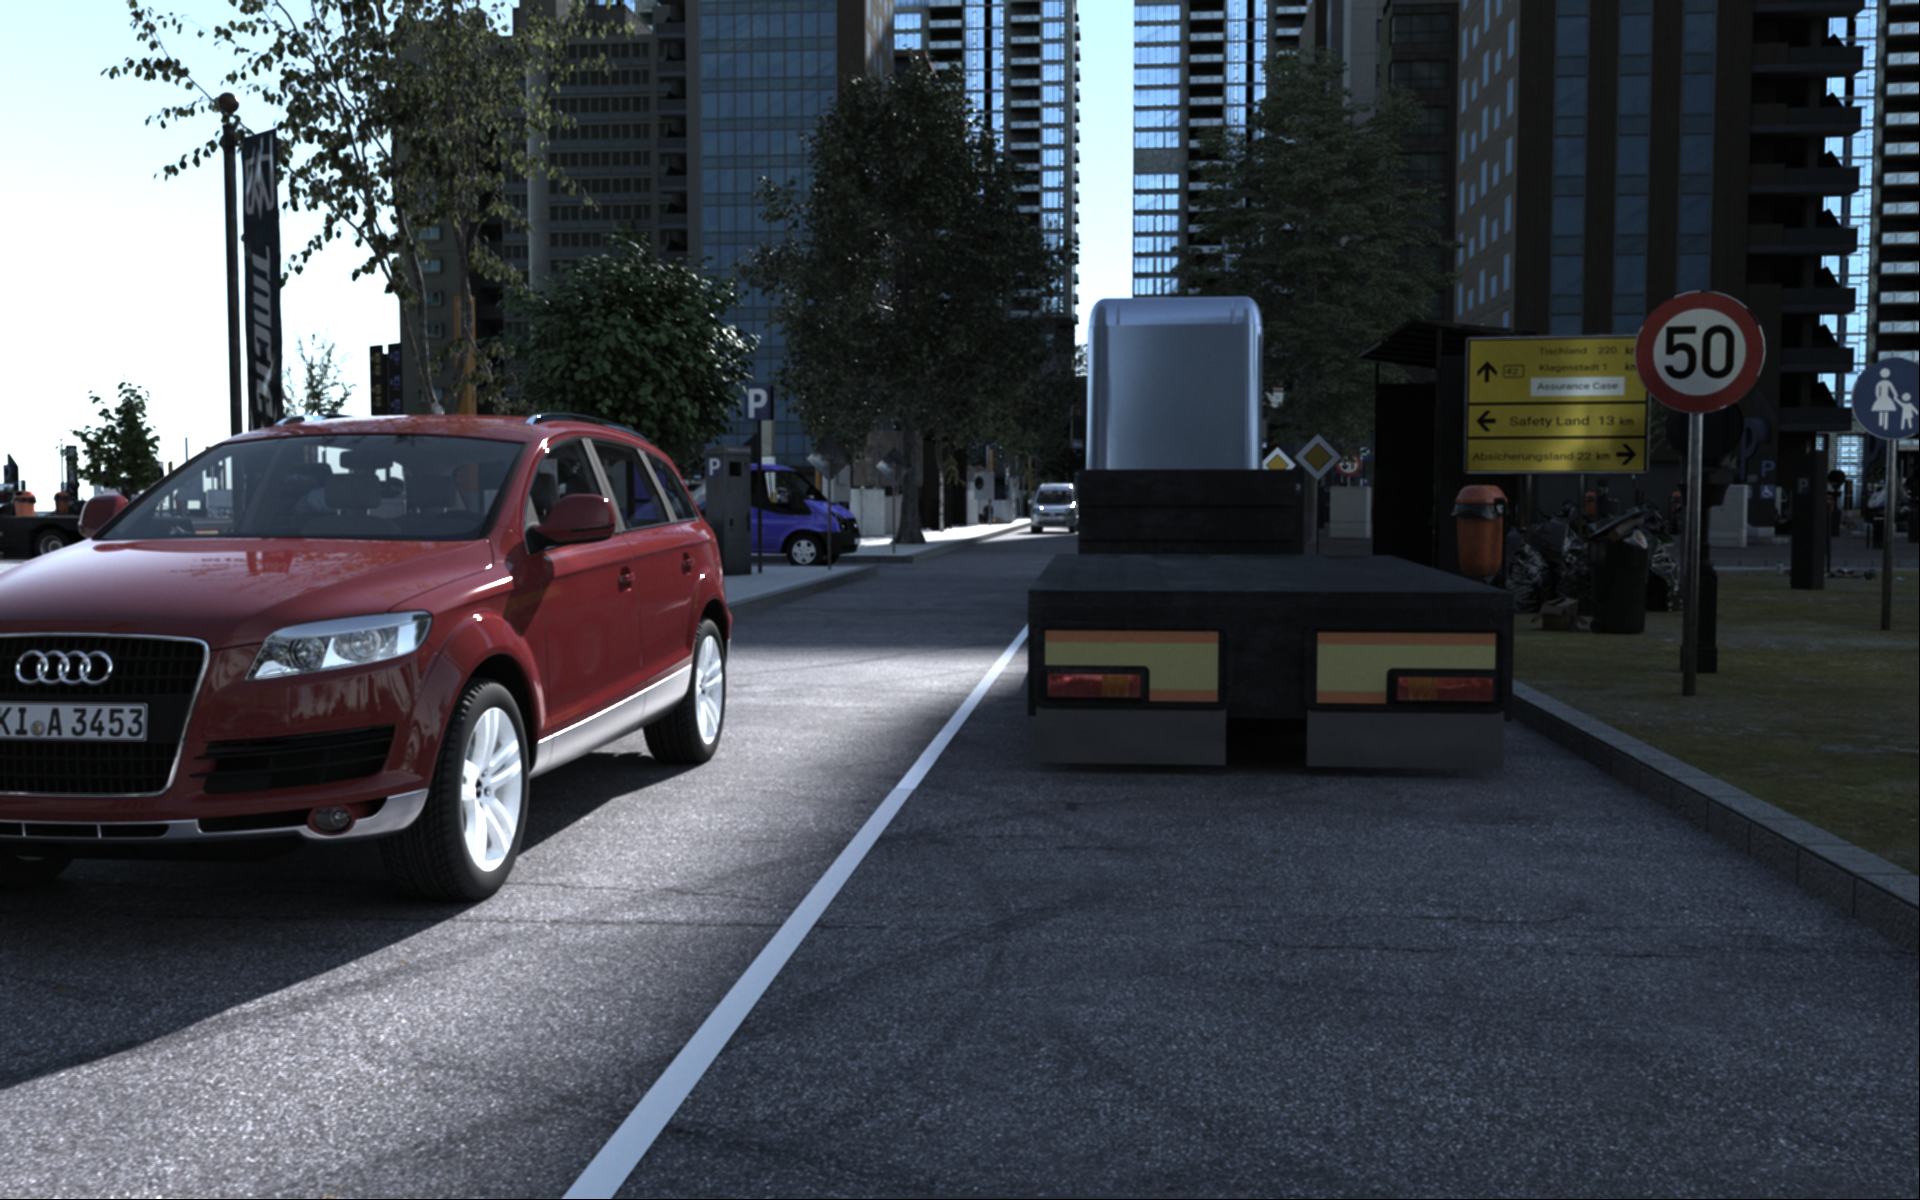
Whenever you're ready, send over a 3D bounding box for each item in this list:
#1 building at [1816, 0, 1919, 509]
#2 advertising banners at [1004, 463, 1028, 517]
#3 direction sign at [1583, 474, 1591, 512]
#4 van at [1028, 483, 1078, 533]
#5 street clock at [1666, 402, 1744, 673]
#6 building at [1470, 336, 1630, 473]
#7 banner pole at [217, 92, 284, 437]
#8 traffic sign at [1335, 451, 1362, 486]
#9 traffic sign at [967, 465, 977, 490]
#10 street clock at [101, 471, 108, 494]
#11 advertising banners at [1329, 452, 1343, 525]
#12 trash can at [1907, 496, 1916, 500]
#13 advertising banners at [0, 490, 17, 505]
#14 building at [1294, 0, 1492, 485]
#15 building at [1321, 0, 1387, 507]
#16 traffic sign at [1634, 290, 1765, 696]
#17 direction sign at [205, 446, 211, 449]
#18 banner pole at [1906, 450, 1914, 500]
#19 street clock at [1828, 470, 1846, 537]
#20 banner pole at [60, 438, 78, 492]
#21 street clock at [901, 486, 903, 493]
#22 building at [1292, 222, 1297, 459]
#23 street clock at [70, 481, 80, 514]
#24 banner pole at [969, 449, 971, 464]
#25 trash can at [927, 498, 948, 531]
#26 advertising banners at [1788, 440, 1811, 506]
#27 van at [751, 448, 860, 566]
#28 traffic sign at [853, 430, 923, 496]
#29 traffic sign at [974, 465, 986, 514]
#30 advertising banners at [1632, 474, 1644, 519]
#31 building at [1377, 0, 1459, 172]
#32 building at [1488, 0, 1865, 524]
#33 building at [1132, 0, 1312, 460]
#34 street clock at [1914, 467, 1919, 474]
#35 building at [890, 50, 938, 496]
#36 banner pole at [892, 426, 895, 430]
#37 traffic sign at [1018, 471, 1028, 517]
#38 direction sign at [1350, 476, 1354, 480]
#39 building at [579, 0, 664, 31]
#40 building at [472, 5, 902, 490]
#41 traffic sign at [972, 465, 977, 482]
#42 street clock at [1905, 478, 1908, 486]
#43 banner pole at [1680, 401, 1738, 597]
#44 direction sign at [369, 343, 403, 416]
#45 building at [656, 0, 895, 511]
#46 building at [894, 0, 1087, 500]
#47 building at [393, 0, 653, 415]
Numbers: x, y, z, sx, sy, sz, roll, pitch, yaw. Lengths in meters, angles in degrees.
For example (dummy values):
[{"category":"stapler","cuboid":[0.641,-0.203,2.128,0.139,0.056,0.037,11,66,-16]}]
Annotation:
[{"category":"building","cuboid":[79.616,-51.623,156.703,31.000,86.520,22.319,0,4,6]},{"category":"advertising banners","cuboid":[3.180,-6.233,98.099,0.090,3.025,2.074,-3,5,-41]},{"category":"direction sign","cuboid":[25.376,-4.780,70.153,0.379,3.537,0.876,3,5,41]},{"category":"van","cuboid":[3.573,-3.526,64.655,2.013,2.044,4.112,0,4,7]},{"category":"street clock","cuboid":[5.329,-0.481,12.440,0.471,2.002,0.358,0,4,-2]},{"category":"building","cuboid":[63.792,-36.308,213.251,30.456,49.044,23.786,0,4,6]},{"category":"banner pole","cuboid":[-4.390,-1.268,10.750,0.863,3.779,0.401,3,5,42]},{"category":"traffic sign","cuboid":[11.467,-3.123,51.163,0.768,2.556,0.104,1,4,8]},{"category":"traffic sign","cuboid":[0.350,-4.611,75.502,0.768,2.556,0.104,1,4,12]},{"category":"street clock","cuboid":[-25.871,-2.935,52.562,0.471,2.002,0.358,-2,4,-33]},{"category":"advertising banners","cuboid":[15.439,-4.570,70.907,0.090,3.025,2.074,2,4,27]},{"category":"trash can","cuboid":[58.595,-5.812,106.676,0.748,1.137,0.748,0,3,0]},{"category":"advertising banners","cuboid":[-41.680,-4.844,75.388,2.074,3.025,0.090,1,4,11]},{"category":"building","cuboid":[37.251,-30.709,152.200,14.600,45.320,14.200,0,4,6]},{"category":"building","cuboid":[38.206,-35.970,130.109,21.231,58.520,28.212,0,4,6]},{"category":"traffic sign","cuboid":[4.641,-0.663,10.948,0.768,2.556,0.104,1,4,14]},{"category":"direction sign","cuboid":[-35.497,-5.522,82.282,0.379,3.537,0.876,1,4,16]},{"category":"banner pole","cuboid":[53.587,-6.589,97.742,0.401,3.779,0.863,0,3,0]},{"category":"street clock","cuboid":[26.398,-2.913,52.202,0.358,2.002,0.471,-1,4,-17]},{"category":"banner pole","cuboid":[-40.189,-5.385,78.055,0.863,3.779,0.401,-2,4,-25]},{"category":"street clock","cuboid":[-2.149,-3.900,68.336,0.358,2.002,0.471,-3,5,-41]},{"category":"building","cuboid":[39.017,-24.157,166.675,14.160,30.474,14.107,0,4,6]},{"category":"street clock","cuboid":[-45.914,-5.216,89.850,0.471,2.002,0.358,-1,4,-12]},{"category":"banner pole","cuboid":[0.560,-6.386,94.421,0.401,3.779,0.863,0,4,3]},{"category":"trash can","cuboid":[-0.778,-3.015,60.945,0.748,1.137,0.748,0,3,0]},{"category":"advertising banners","cuboid":[27.739,-3.733,57.219,0.090,3.025,2.074,1,4,9]},{"category":"van","cuboid":[-4.572,-1.799,33.791,5.245,2.365,2.240,0,4,7]},{"category":"traffic sign","cuboid":[-2.317,-3.769,55.500,2.265,3.308,0.079,0,4,6]},{"category":"traffic sign","cuboid":[0.816,-4.668,76.432,0.768,2.556,0.104,1,4,12]},{"category":"advertising banners","cuboid":[24.190,-4.016,61.843,0.090,3.025,2.074,1,4,11]},{"category":"building","cuboid":[31.496,-20.223,102.351,14.160,30.474,14.107,0,4,6]},{"category":"building","cuboid":[31.300,-26.274,79.696,14.600,45.320,14.200,0,4,6]},{"category":"building","cuboid":[33.075,-55.111,213.734,31.000,86.520,22.319,0,4,6]},{"category":"street clock","cuboid":[26.045,-2.592,46.953,0.358,2.002,0.471,0,4,4]},{"category":"building","cuboid":[-15.184,-31.398,167.989,28.867,44.769,22.147,0,4,6]},{"category":"banner pole","cuboid":[-2.628,-4.522,63.945,0.863,3.779,0.401,-3,4,-38]},{"category":"traffic sign","cuboid":[3.493,-5.828,95.397,0.768,2.556,0.104,1,4,12]},{"category":"direction sign","cuboid":[21.840,-6.444,97.362,0.876,3.537,0.379,-3,4,-38]},{"category":"building","cuboid":[-43.347,-55.604,221.795,31.000,86.520,22.319,0,4,6]},{"category":"building","cuboid":[-20.034,-27.514,141.733,32.217,40.220,23.993,0,4,6]},{"category":"traffic sign","cuboid":[0.712,-4.701,76.868,0.884,2.594,0.081,1,4,11]},{"category":"street clock","cuboid":[40.098,-4.184,72.974,0.471,2.002,0.358,3,5,43]},{"category":"banner pole","cuboid":[9.295,-1.933,21.615,0.863,3.779,0.401,0,4,-1]},{"category":"direction sign","cuboid":[-8.684,-2.097,26.279,0.876,3.537,0.379,3,5,41]},{"category":"building","cuboid":[-12.378,-28.838,121.615,14.600,45.320,14.200,0,4,6]},{"category":"building","cuboid":[1.966,-55.333,217.372,31.000,86.520,22.319,0,4,6]},{"category":"building","cuboid":[-40.990,-33.467,170.891,21.600,48.544,21.300,0,4,6]}]
